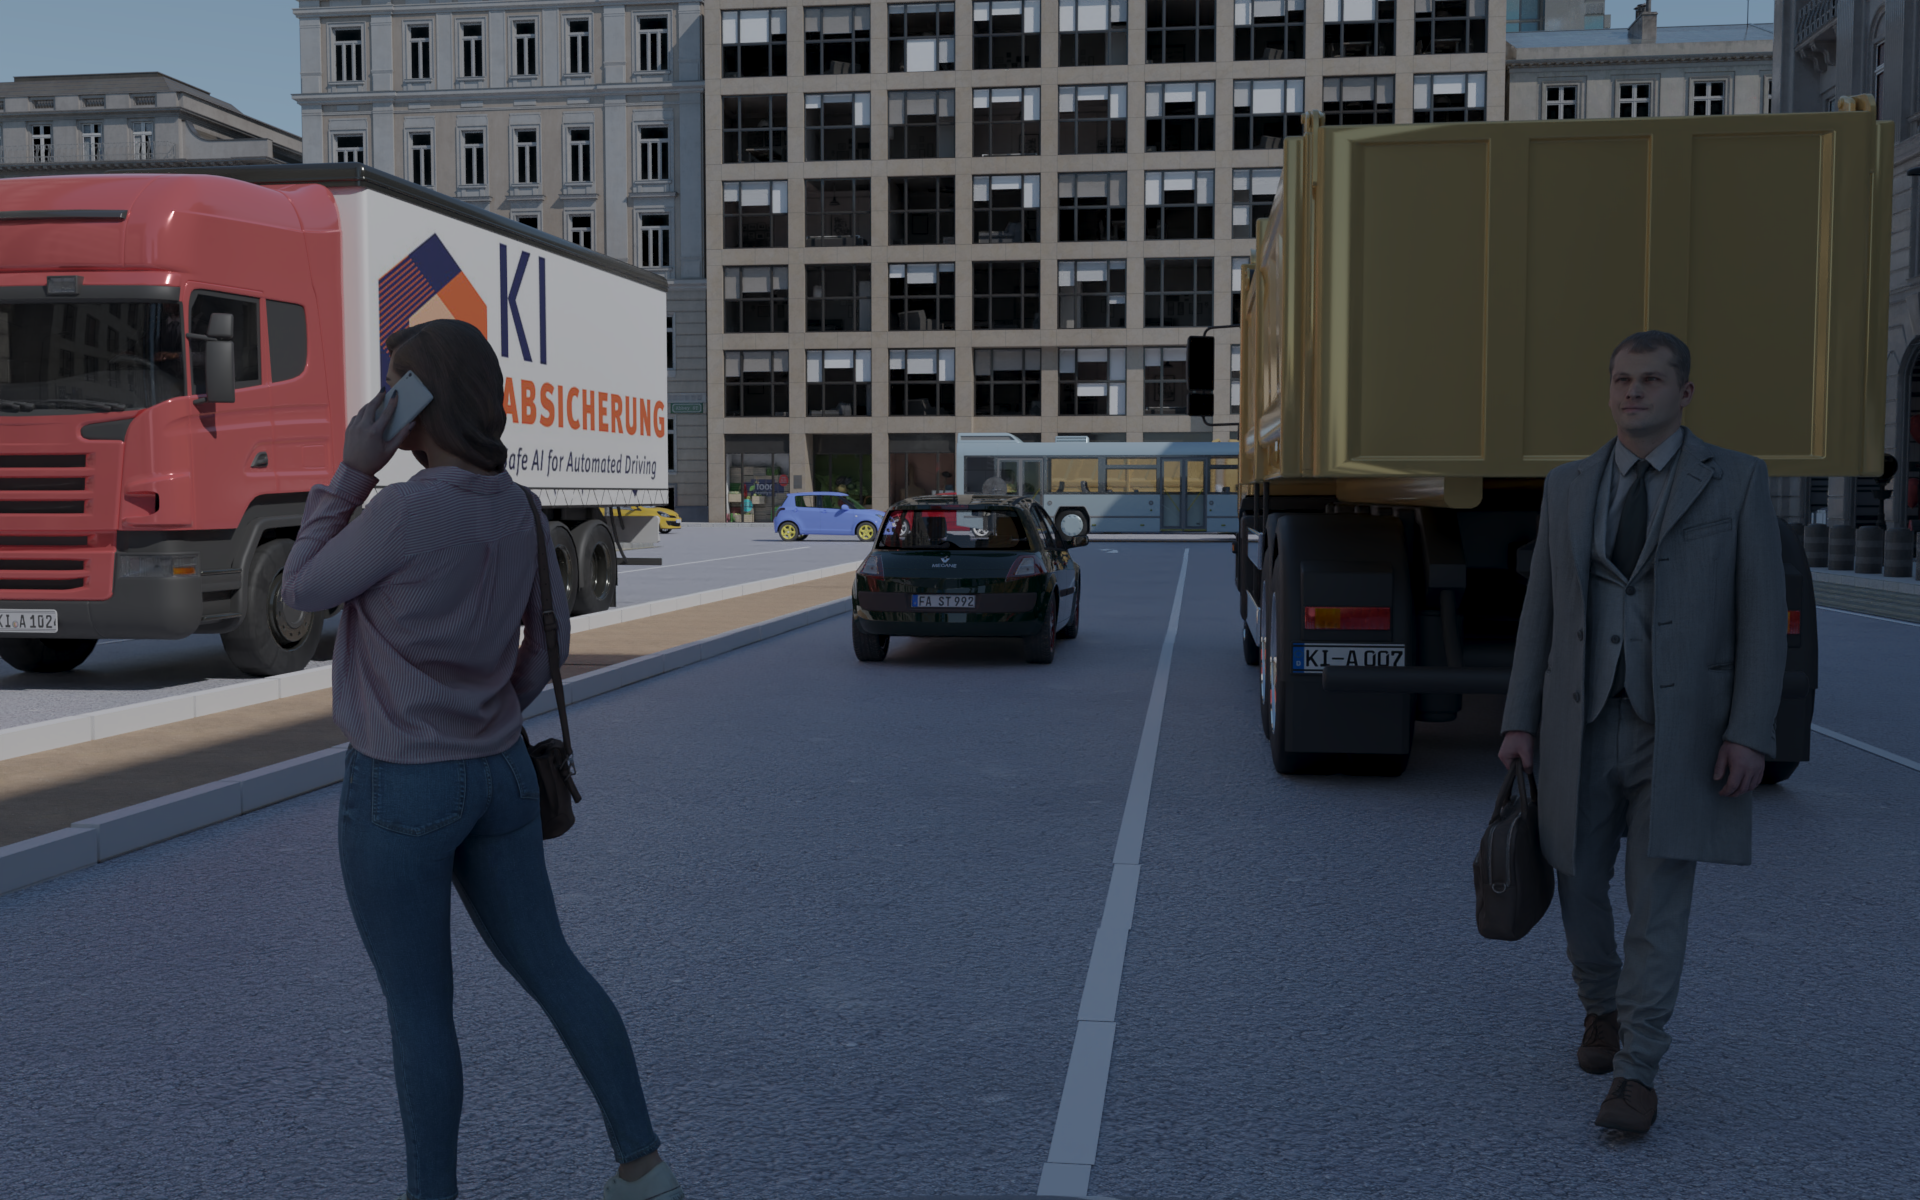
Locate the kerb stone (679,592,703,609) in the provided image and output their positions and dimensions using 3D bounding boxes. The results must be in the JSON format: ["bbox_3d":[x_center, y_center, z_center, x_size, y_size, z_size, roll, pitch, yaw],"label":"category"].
[{"bbox_3d":[-3.464,0.030,21.762,0.120,0.150,1.000,0,4,8],"label":"kerb stone"}]

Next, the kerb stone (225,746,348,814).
[{"bbox_3d":[-3.199,0.855,8.253,0.120,0.150,1.000,0,4,8],"label":"kerb stone"}]

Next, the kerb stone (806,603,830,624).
[{"bbox_3d":[-1.657,0.167,19.458,0.120,0.150,1.000,0,4,8],"label":"kerb stone"}]

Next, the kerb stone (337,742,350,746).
[{"bbox_3d":[-3.060,0.791,9.269,0.120,0.150,1.000,0,4,8],"label":"kerb stone"}]

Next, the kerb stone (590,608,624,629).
[{"bbox_3d":[-3.882,0.214,18.693,0.120,0.150,1.000,0,4,8],"label":"kerb stone"}]

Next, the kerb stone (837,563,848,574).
[{"bbox_3d":[-2.197,-0.535,30.944,0.120,0.150,1.000,0,4,8],"label":"kerb stone"}]

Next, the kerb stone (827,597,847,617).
[{"bbox_3d":[-1.520,0.106,20.474,0.120,0.150,1.000,0,4,8],"label":"kerb stone"}]

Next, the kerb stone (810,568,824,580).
[{"bbox_3d":[-2.482,-0.411,28.911,0.120,0.150,1.000,0,4,8],"label":"kerb stone"}]

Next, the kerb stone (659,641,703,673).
[{"bbox_3d":[-2.355,0.479,14.367,0.120,0.150,1.000,0,4,8],"label":"kerb stone"}]

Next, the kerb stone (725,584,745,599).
[{"bbox_3d":[-3.184,-0.095,23.794,0.120,0.150,1.000,0,4,8],"label":"kerb stone"}]

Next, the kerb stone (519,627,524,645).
[{"bbox_3d":[-4.161,0.339,16.647,0.120,0.150,1.000,0,4,8],"label":"kerb stone"}]

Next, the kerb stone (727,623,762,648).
[{"bbox_3d":[-2.082,0.354,16.400,0.120,0.150,1.000,0,4,8],"label":"kerb stone"}]

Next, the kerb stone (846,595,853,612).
[{"bbox_3d":[-1.376,0.044,21.498,0.120,0.150,1.000,0,4,8],"label":"kerb stone"}]

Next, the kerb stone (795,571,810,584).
[{"bbox_3d":[-2.622,-0.348,27.886,0.120,0.150,1.000,0,4,8],"label":"kerb stone"}]

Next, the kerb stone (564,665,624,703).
[{"bbox_3d":[-2.634,0.604,12.320,0.120,0.150,1.000,0,4,8],"label":"kerb stone"}]

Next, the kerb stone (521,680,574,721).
[{"bbox_3d":[-2.774,0.668,11.303,0.120,0.150,1.000,0,4,8],"label":"kerb stone"}]

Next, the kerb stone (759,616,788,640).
[{"bbox_3d":[-1.936,0.294,17.422,0.120,0.150,1.000,0,4,8],"label":"kerb stone"}]

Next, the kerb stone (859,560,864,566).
[{"bbox_3d":[-1.920,-0.658,32.982,0.120,0.150,1.000,0,4,8],"label":"kerb stone"}]

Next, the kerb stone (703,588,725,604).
[{"bbox_3d":[-3.322,-0.036,22.777,0.120,0.150,1.000,0,4,8],"label":"kerb stone"}]

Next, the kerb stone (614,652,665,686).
[{"bbox_3d":[-2.500,0.542,13.339,0.120,0.150,1.000,0,4,8],"label":"kerb stone"}]

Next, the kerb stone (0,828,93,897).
[{"bbox_3d":[-3.467,0.988,6.215,0.120,0.150,1.000,0,4,8],"label":"kerb stone"}]

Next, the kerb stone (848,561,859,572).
[{"bbox_3d":[-2.069,-0.598,31.966,0.120,0.150,1.000,0,4,8],"label":"kerb stone"}]

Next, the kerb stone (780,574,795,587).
[{"bbox_3d":[-2.767,-0.280,26.871,0.120,0.150,1.000,0,4,8],"label":"kerb stone"}]

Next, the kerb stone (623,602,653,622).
[{"bbox_3d":[-3.739,0.153,19.715,0.120,0.150,1.000,0,4,8],"label":"kerb stone"}]

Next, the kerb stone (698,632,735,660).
[{"bbox_3d":[-2.213,0.418,15.383,0.120,0.150,1.000,0,4,8],"label":"kerb stone"}]

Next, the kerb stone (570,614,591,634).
[{"bbox_3d":[-4.020,0.279,17.667,0.120,0.150,1.000,0,4,8],"label":"kerb stone"}]

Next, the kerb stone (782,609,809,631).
[{"bbox_3d":[-1.801,0.231,18.439,0.120,0.150,1.000,0,4,8],"label":"kerb stone"}]

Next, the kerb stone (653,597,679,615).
[{"bbox_3d":[-3.600,0.089,20.743,0.120,0.150,1.000,0,4,8],"label":"kerb stone"}]

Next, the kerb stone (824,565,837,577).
[{"bbox_3d":[-2.338,-0.473,29.928,0.120,0.150,1.000,0,4,8],"label":"kerb stone"}]

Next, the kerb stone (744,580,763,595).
[{"bbox_3d":[-3.037,-0.160,24.822,0.120,0.150,1.000,0,4,8],"label":"kerb stone"}]

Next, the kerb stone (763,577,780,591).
[{"bbox_3d":[-2.899,-0.223,25.853,0.120,0.150,1.000,0,4,8],"label":"kerb stone"}]

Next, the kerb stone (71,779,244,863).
[{"bbox_3d":[-3.333,0.915,7.232,0.120,0.150,1.000,0,4,8],"label":"kerb stone"}]
